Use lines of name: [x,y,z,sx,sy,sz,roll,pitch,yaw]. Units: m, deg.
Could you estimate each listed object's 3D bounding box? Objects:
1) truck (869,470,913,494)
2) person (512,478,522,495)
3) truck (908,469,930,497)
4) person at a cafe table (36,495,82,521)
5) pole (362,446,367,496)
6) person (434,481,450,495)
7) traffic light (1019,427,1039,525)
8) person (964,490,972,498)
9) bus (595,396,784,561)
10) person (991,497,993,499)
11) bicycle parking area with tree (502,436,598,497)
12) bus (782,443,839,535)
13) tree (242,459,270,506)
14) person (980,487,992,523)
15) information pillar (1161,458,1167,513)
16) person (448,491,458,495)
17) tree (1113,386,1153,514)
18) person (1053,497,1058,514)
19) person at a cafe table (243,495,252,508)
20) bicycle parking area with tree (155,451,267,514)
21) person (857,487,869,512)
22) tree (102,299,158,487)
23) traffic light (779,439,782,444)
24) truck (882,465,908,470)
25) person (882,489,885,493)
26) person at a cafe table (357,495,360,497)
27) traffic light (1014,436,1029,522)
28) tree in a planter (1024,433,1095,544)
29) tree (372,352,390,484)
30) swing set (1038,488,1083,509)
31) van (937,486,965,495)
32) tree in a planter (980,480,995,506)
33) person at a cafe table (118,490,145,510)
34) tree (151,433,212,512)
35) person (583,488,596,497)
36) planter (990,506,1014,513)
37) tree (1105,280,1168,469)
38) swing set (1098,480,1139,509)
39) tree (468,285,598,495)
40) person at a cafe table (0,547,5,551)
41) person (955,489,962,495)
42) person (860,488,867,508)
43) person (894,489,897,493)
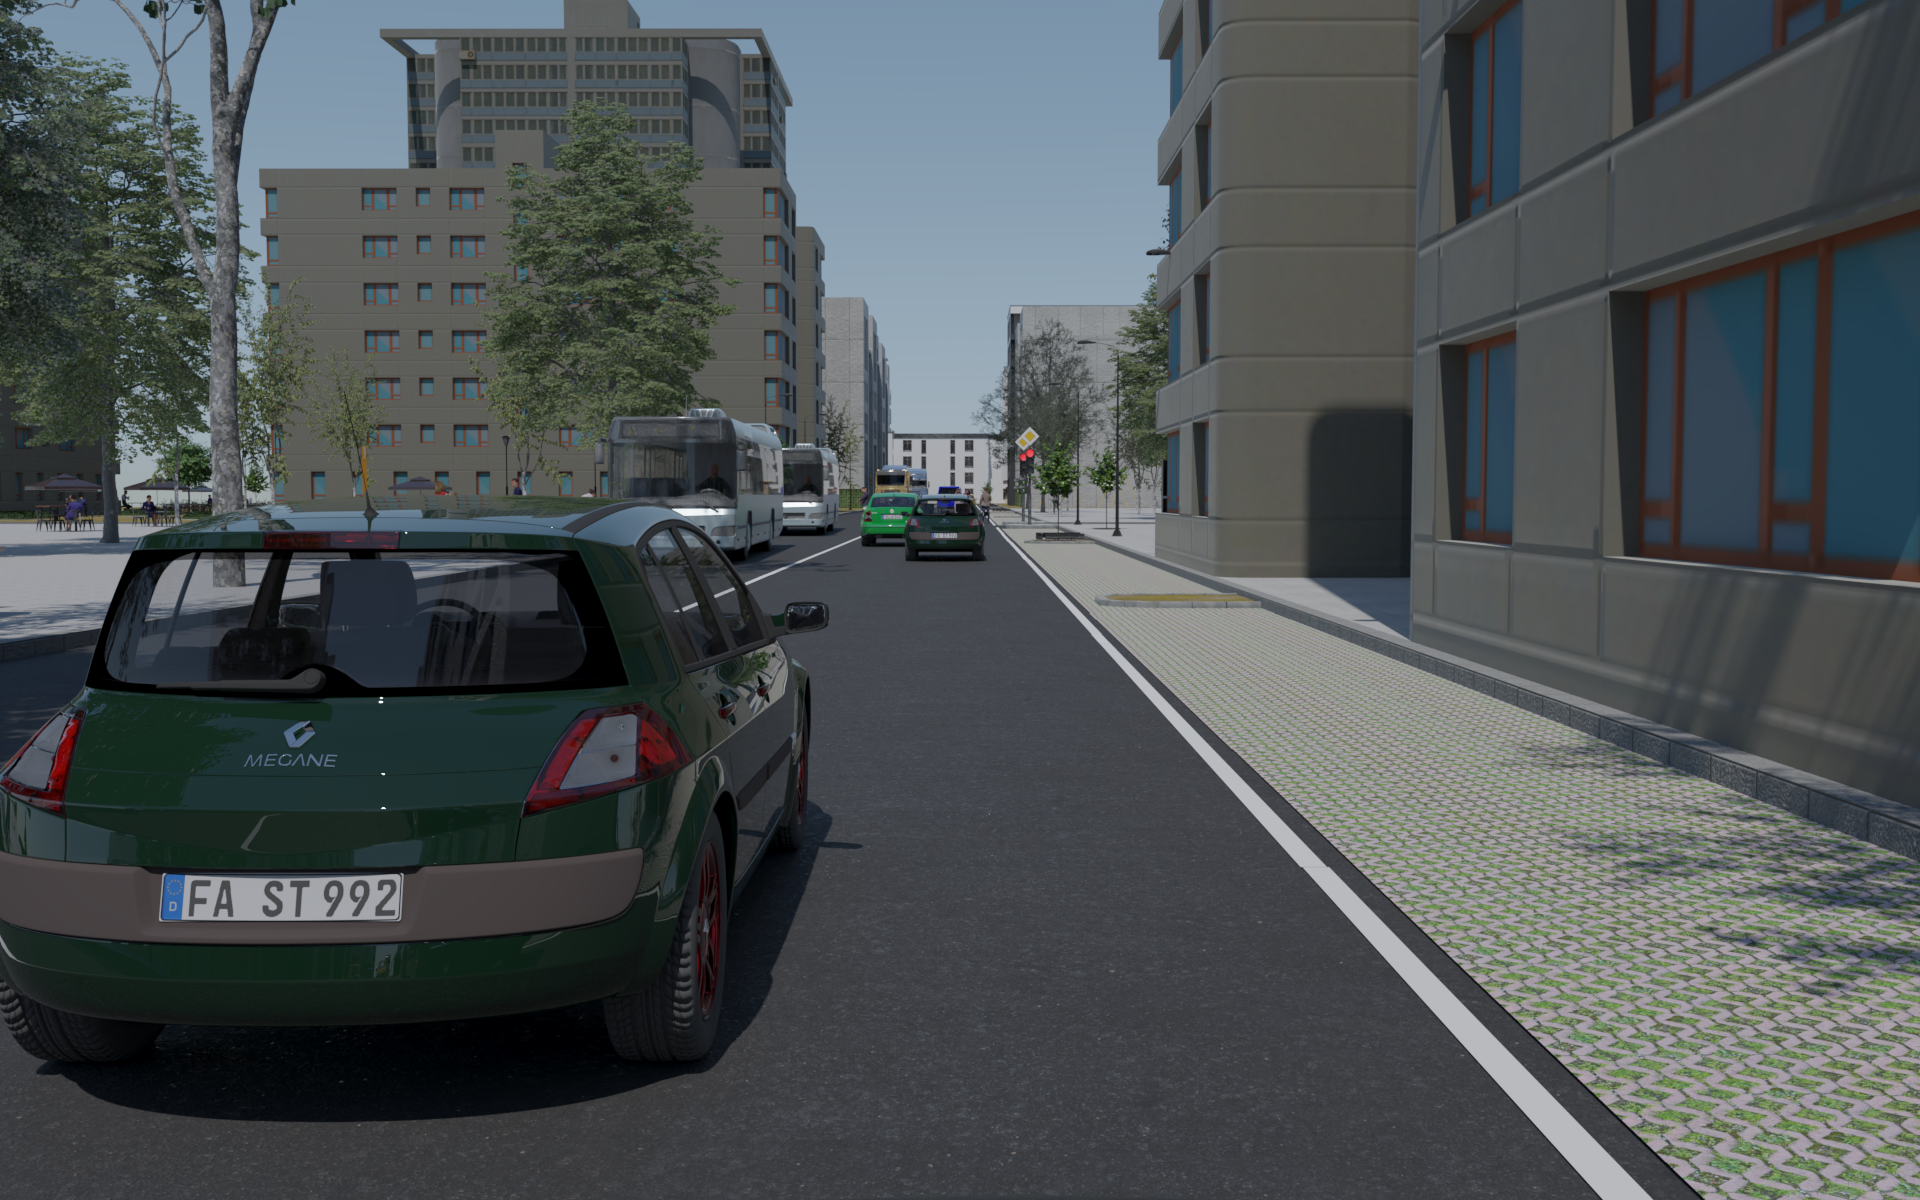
truck: [-5.394,-8.854,140.680,3.469,3.379,9.791,0,4,1]
person: [-12.803,-2.634,49.811,0.504,1.737,0.576,-2,4,-34]
truck: [-4.774,-12.216,189.492,2.967,4.110,18.799,0,4,-1]
person at a cafe table: [-42.836,-4.388,82.603,1.698,1.238,1.726,3,5,42]
pole: [-25.266,-4.872,73.506,0.158,3.312,0.155,0,3,0]
person: [-13.167,-2.229,44.196,0.444,1.614,0.593,-3,5,-41]
traffic light: [2.897,-5.102,72.343,0.839,4.253,0.868,0,4,0]
person: [0.289,-4.252,79.495,0.415,1.643,0.593,3,5,39]
bus: [-5.869,-2.761,40.006,2.948,3.499,13.247,0,4,-1]
person: [3.058,-11.645,198.992,1.348,1.812,0.705,1,4,12]
bicycle parking area with tree: [-20.494,-6.130,87.228,8.231,4.147,9.016,-2,4,-33]
bus: [-6.045,-4.234,64.078,2.948,3.499,13.247,0,4,-1]
tree: [-38.345,-6.119,94.648,1.663,3.219,1.824,0,3,0]
person: [1.267,-4.690,85.704,0.617,1.759,0.750,0,4,-1]
information pillar: [4.306,-1.903,35.610,0.304,2.012,0.304,1,4,14]
person: [-11.853,-1.868,40.491,0.340,1.345,0.435,-2,4,-30]
tree: [11.171,-9.749,109.753,4.360,8.622,3.978,0,3,0]
person: [6.133,-6.359,110.737,0.841,1.734,0.376,1,4,17]
person at a cafe table: [-42.971,-5.622,102.784,1.726,1.238,1.698,-2,4,-30]
bicycle parking area with tree: [-53.160,-8.327,123.148,9.016,4.147,8.231,0,4,-7]
person: [-4.561,-4.436,81.483,0.568,1.767,0.683,-1,4,-19]
tree: [-29.150,-6.931,63.679,4.737,8.622,4.395,0,3,0]
traffic light: [-8.599,-5.592,80.349,0.839,4.253,0.868,0,4,0]
truck: [-5.991,-10.864,167.389,2.967,4.110,18.799,0,4,0]
person: [-4.946,-6.267,111.522,0.990,1.755,0.434,2,4,27]
person at a cafe table: [-24.717,-3.681,71.044,1.698,1.238,1.726,0,4,-7]
traffic light: [2.923,-5.591,80.328,0.839,4.253,0.868,0,4,0]
tree in a planter: [2.867,-3.248,50.322,1.991,3.239,1.994,0,4,0]
tree: [-29.842,-8.223,84.812,4.737,8.622,4.395,0,3,0]
swing set: [8.873,-9.570,154.094,2.862,2.851,3.119,-3,4,-36]
van: [-0.762,-8.142,137.511,2.240,2.365,5.245,0,4,2]
tree in a planter: [3.369,-13.027,210.208,1.991,3.239,1.994,0,4,0]
person at a cafe table: [-53.701,-6.343,112.215,1.622,1.524,1.698,-1,4,-15]
tree: [-41.651,-6.699,93.244,4.285,4.588,4.351,0,3,0]
person: [-10.342,-2.366,47.919,0.628,1.438,0.799,0,4,4]
planter: [3.126,-6.794,132.214,1.991,0.319,1.994,0,4,0]
tree: [10.769,-10.302,86.557,7.486,12.596,7.792,0,3,0]
swing set: [13.916,-9.404,151.372,2.862,2.851,3.119,-1,4,-16]
tree: [-15.327,-6.769,61.037,4.737,8.622,4.395,0,3,0]
person at a cafe table: [-10.951,-0.445,18.132,1.698,1.238,1.726,0,4,-8]
person: [-0.080,-5.463,98.485,0.551,1.740,0.621,-2,4,-28]
person: [-5.450,-5.456,98.254,0.434,1.755,0.990,0,3,0]
person: [-3.869,-5.783,103.764,0.576,1.737,0.504,3,4,38]
